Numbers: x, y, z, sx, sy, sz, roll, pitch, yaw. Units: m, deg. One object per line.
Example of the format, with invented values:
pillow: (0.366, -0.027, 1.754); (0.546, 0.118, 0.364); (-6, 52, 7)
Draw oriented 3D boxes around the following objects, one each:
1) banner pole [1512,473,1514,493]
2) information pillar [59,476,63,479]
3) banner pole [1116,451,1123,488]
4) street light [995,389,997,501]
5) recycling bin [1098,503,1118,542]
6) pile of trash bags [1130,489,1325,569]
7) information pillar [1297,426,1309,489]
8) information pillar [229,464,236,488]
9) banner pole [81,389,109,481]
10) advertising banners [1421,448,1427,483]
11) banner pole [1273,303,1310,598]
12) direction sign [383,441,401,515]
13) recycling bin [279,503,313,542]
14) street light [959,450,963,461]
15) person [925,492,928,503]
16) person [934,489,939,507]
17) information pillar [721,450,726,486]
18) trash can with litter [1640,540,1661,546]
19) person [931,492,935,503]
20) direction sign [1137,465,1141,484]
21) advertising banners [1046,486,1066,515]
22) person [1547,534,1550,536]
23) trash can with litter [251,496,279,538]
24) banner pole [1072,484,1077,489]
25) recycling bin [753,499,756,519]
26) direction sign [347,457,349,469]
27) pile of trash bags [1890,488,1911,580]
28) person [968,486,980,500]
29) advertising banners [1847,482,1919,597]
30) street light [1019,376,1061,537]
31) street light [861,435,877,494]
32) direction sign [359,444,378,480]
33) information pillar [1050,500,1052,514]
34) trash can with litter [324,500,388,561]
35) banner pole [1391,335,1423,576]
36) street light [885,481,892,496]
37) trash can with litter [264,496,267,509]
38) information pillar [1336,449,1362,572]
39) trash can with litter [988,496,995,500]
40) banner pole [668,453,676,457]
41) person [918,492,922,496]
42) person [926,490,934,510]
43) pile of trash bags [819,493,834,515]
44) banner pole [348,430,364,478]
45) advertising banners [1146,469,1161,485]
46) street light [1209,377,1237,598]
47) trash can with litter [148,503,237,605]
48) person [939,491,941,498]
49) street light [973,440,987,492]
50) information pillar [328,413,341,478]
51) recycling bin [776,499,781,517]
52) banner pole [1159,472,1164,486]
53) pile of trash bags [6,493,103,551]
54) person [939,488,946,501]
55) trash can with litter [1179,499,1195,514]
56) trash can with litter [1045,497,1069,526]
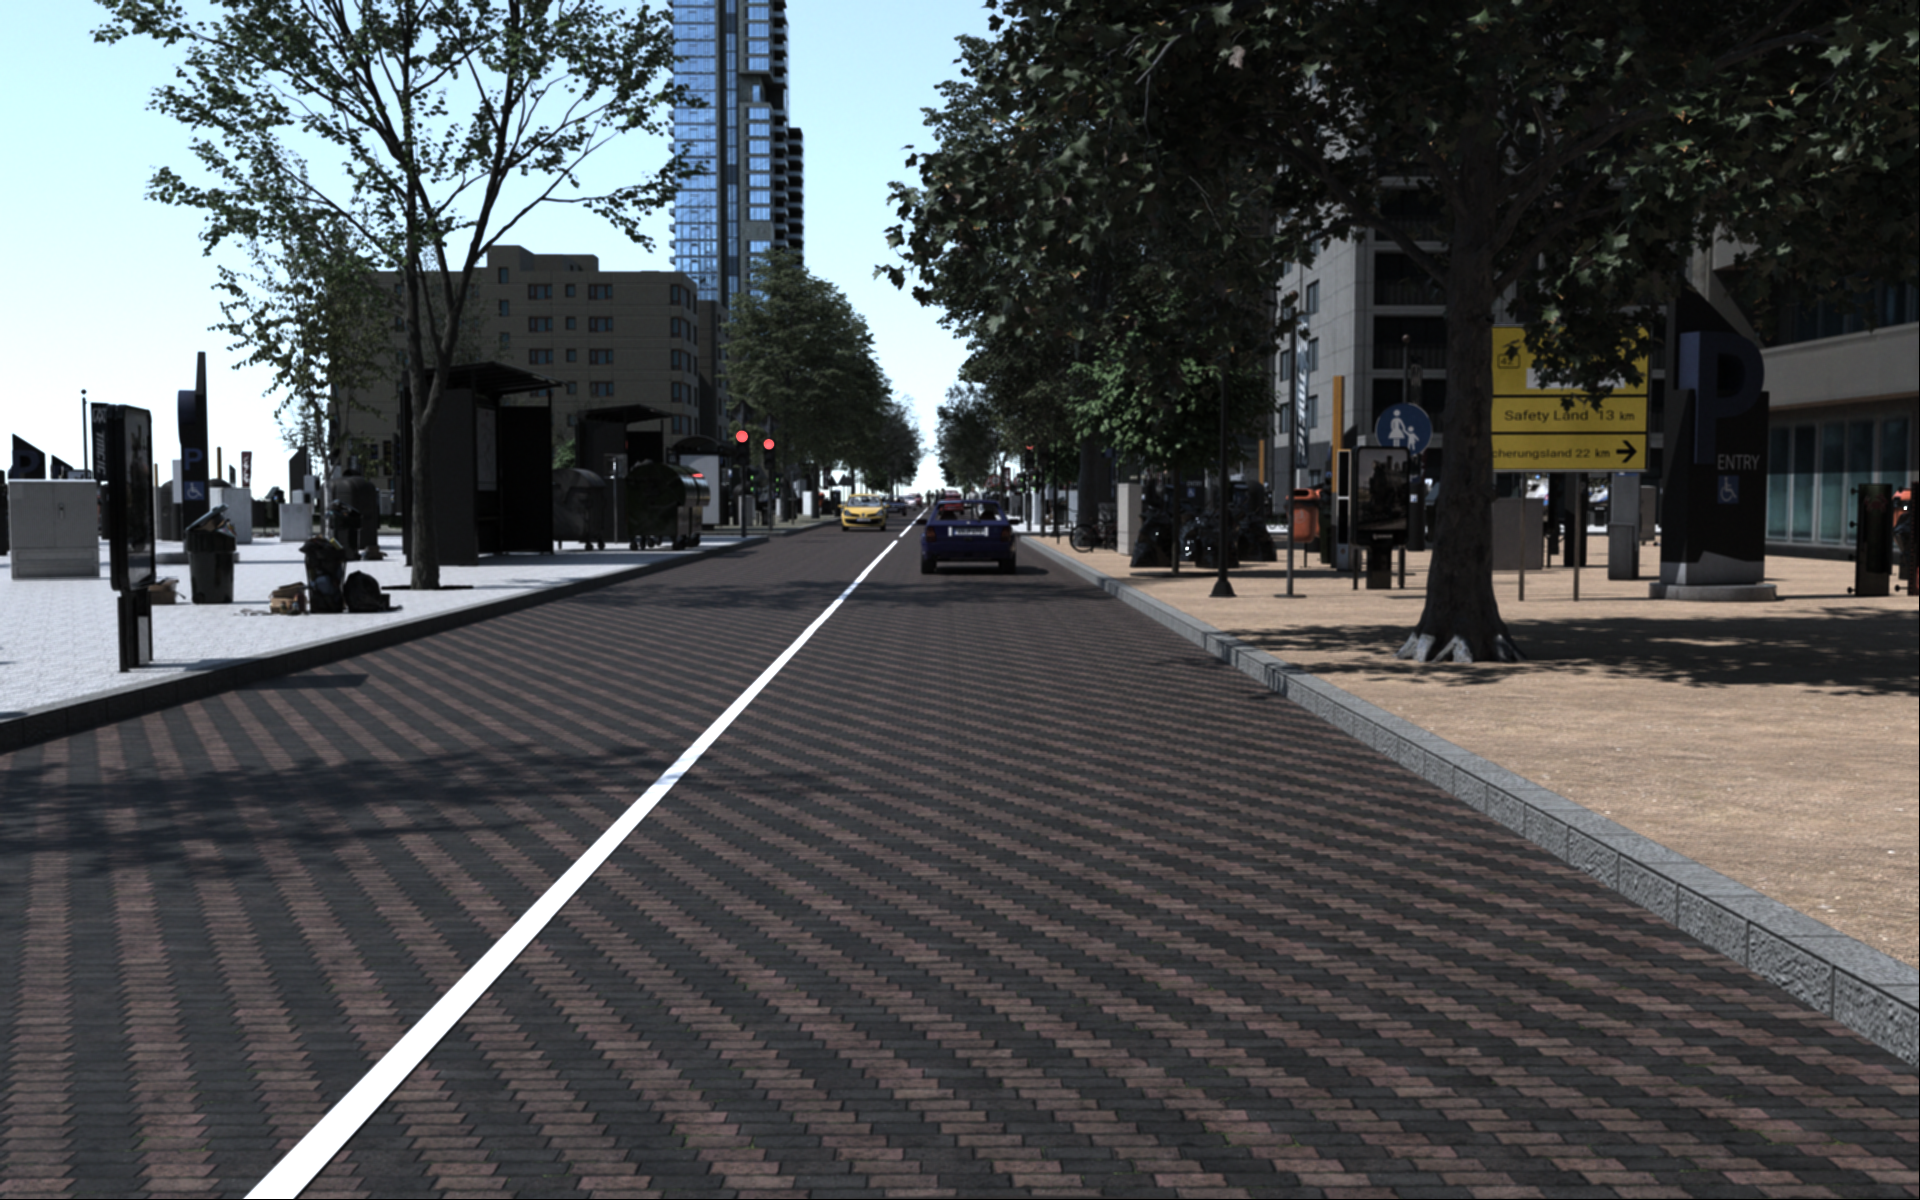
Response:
banner pole: (22.529, -4.926, 70.563); (0.401, 3.779, 0.863); (1, 4, 20)
information pillar: (-35.635, -3.942, 68.942); (0.304, 2.012, 0.304); (-3, 5, -44)
banner pole: (8.212, -6.086, 89.518); (0.863, 3.779, 0.401); (-3, 5, -43)
street light: (2.155, -6.299, 75.531); (1.470, 5.913, 1.316); (0, 4, -1)
recycling bin: (3.869, -2.076, 46.499); (0.722, 1.027, 0.722); (0, 4, 8)
pile of trash bags: (4.624, -1.263, 30.404); (3.447, 1.369, 1.912); (2, 4, 25)
information pillar: (9.899, -3.589, 50.043); (0.504, 3.616, 0.183); (-3, 5, -43)
information pillar: (-56.439, -8.748, 134.384); (0.504, 3.616, 0.183); (0, 4, 5)
banner pole: (-20.757, -3.153, 41.571); (0.401, 3.779, 0.863); (2, 4, 32)
advertising banners: (11.018, -2.955, 44.499); (2.074, 3.025, 0.090); (1, 4, 13)
banner pole: (4.129, -1.906, 21.187); (0.401, 3.779, 0.863); (0, 4, -7)
direction sign: (-23.988, -4.983, 73.464); (0.876, 3.537, 0.379); (-2, 4, -31)
recycling bin: (-17.928, -2.093, 46.779); (0.722, 1.027, 0.722); (-1, 4, -10)
street light: (0.901, -12.750, 181.000); (1.470, 5.913, 1.316); (0, 4, -1)
person: (-5.392, -16.809, 283.416); (1.350, 1.814, 0.705); (-2, 4, -31)
person: (-1.795, -7.576, 132.544); (0.526, 1.800, 0.537); (-2, 4, -23)
information pillar: (-11.829, -5.777, 85.814); (0.504, 3.616, 0.183); (0, 4, 2)
trash can with litter: (17.600, -1.940, 42.775); (2.233, 1.210, 1.678); (2, 4, 24)
person: (-4.551, -17.206, 289.919); (1.348, 1.812, 0.705); (0, 4, -2)
direction sign: (13.828, -8.671, 133.763); (0.379, 3.537, 0.876); (1, 4, 21)
advertising banners: (5.883, -6.748, 106.515); (2.074, 3.025, 0.090); (2, 4, 34)
person: (18.653, -2.742, 55.140); (0.589, 1.601, 0.330); (-2, 4, -28)
trash can with litter: (-21.269, -2.467, 51.393); (2.233, 1.210, 1.678); (0, 4, -5)
banner pole: (7.077, -7.238, 108.354); (0.863, 3.779, 0.401); (-3, 5, -44)
recycling bin: (-10.773, -4.637, 88.367); (0.722, 1.027, 0.722); (0, 4, -4)
direction sign: (-37.105, -6.976, 106.058); (0.876, 3.537, 0.379); (1, 4, 15)
pile of trash bags: (14.972, -0.995, 26.019); (1.912, 1.369, 3.447); (0, 4, 1)
person: (0.744, -4.931, 88.960); (0.661, 1.843, 0.795); (2, 4, 25)
advertising banners: (12.144, -1.563, 21.743); (2.074, 3.025, 0.090); (-1, 4, -10)
street light: (2.300, -4.830, 51.504); (1.470, 5.913, 1.316); (0, 4, -1)
street light: (-7.225, -10.009, 136.186); (1.470, 5.913, 1.316); (0, 4, -1)
direction sign: (-26.793, -5.293, 78.544); (0.876, 3.537, 0.379); (-3, 5, -45)
information pillar: (5.637, -6.147, 104.996); (0.304, 2.012, 0.304); (2, 4, 26)
trash can with litter: (-11.685, -1.353, 33.517); (0.624, 1.170, 1.055); (3, 5, 43)
banner pole: (7.151, -2.291, 27.478); (0.401, 3.779, 0.863); (3, 4, 38)
street light: (-7.563, -11.865, 166.531); (1.470, 5.913, 1.316); (0, 4, -1)
trash can with litter: (-40.096, -5.488, 101.111); (1.055, 1.170, 0.624); (1, 4, 23)
information pillar: (6.448, -1.478, 28.654); (0.304, 2.012, 0.304); (-2, 4, -33)
trash can with litter: (2.245, -6.009, 109.638); (1.055, 1.170, 0.624); (3, 5, 43)
banner pole: (-15.387, -6.339, 93.665); (0.863, 3.779, 0.401); (-2, 4, -32)
person: (-6.368, -15.762, 266.943); (1.217, 1.736, 0.721); (0, 4, -7)
person: (-2.819, -9.290, 160.390); (0.705, 1.824, 1.348); (2, 4, 30)
pile of trash bags: (-8.764, -6.004, 107.920); (1.912, 1.369, 3.447); (0, 4, 0)
banner pole: (-23.583, -4.759, 67.822); (0.401, 3.779, 0.863); (3, 4, 37)
advertising banners: (13.872, -7.797, 123.675); (0.090, 3.025, 2.074); (-2, 4, -24)
street light: (2.740, -2.992, 21.456); (1.470, 5.913, 1.316); (0, 4, -1)
trash can with litter: (-8.987, -0.538, 20.186); (1.055, 1.170, 0.624); (-1, 4, -21)
person: (-2.392, -11.794, 201.862); (0.617, 1.759, 0.750); (3, 4, 37)
street light: (1.648, -8.107, 105.086); (1.470, 5.913, 1.316); (0, 4, -1)
information pillar: (-18.162, -3.608, 50.345); (0.183, 3.616, 0.504); (1, 4, 10)
recycling bin: (-10.001, -5.245, 98.303); (0.722, 1.027, 0.722); (-2, 4, -24)
banner pole: (11.830, -6.846, 101.941); (0.401, 3.779, 0.863); (2, 4, 30)
pile of trash bags: (-21.299, -1.841, 39.846); (3.447, 1.369, 1.912); (1, 4, 11)
person: (-1.166, -5.803, 103.651); (0.573, 1.790, 0.520); (2, 4, 23)
trash can with litter: (11.014, -4.515, 85.208); (0.624, 1.170, 1.055); (3, 5, 40)
trash can with litter: (3.850, -3.618, 70.547); (1.055, 1.170, 0.624); (-1, 4, -22)
